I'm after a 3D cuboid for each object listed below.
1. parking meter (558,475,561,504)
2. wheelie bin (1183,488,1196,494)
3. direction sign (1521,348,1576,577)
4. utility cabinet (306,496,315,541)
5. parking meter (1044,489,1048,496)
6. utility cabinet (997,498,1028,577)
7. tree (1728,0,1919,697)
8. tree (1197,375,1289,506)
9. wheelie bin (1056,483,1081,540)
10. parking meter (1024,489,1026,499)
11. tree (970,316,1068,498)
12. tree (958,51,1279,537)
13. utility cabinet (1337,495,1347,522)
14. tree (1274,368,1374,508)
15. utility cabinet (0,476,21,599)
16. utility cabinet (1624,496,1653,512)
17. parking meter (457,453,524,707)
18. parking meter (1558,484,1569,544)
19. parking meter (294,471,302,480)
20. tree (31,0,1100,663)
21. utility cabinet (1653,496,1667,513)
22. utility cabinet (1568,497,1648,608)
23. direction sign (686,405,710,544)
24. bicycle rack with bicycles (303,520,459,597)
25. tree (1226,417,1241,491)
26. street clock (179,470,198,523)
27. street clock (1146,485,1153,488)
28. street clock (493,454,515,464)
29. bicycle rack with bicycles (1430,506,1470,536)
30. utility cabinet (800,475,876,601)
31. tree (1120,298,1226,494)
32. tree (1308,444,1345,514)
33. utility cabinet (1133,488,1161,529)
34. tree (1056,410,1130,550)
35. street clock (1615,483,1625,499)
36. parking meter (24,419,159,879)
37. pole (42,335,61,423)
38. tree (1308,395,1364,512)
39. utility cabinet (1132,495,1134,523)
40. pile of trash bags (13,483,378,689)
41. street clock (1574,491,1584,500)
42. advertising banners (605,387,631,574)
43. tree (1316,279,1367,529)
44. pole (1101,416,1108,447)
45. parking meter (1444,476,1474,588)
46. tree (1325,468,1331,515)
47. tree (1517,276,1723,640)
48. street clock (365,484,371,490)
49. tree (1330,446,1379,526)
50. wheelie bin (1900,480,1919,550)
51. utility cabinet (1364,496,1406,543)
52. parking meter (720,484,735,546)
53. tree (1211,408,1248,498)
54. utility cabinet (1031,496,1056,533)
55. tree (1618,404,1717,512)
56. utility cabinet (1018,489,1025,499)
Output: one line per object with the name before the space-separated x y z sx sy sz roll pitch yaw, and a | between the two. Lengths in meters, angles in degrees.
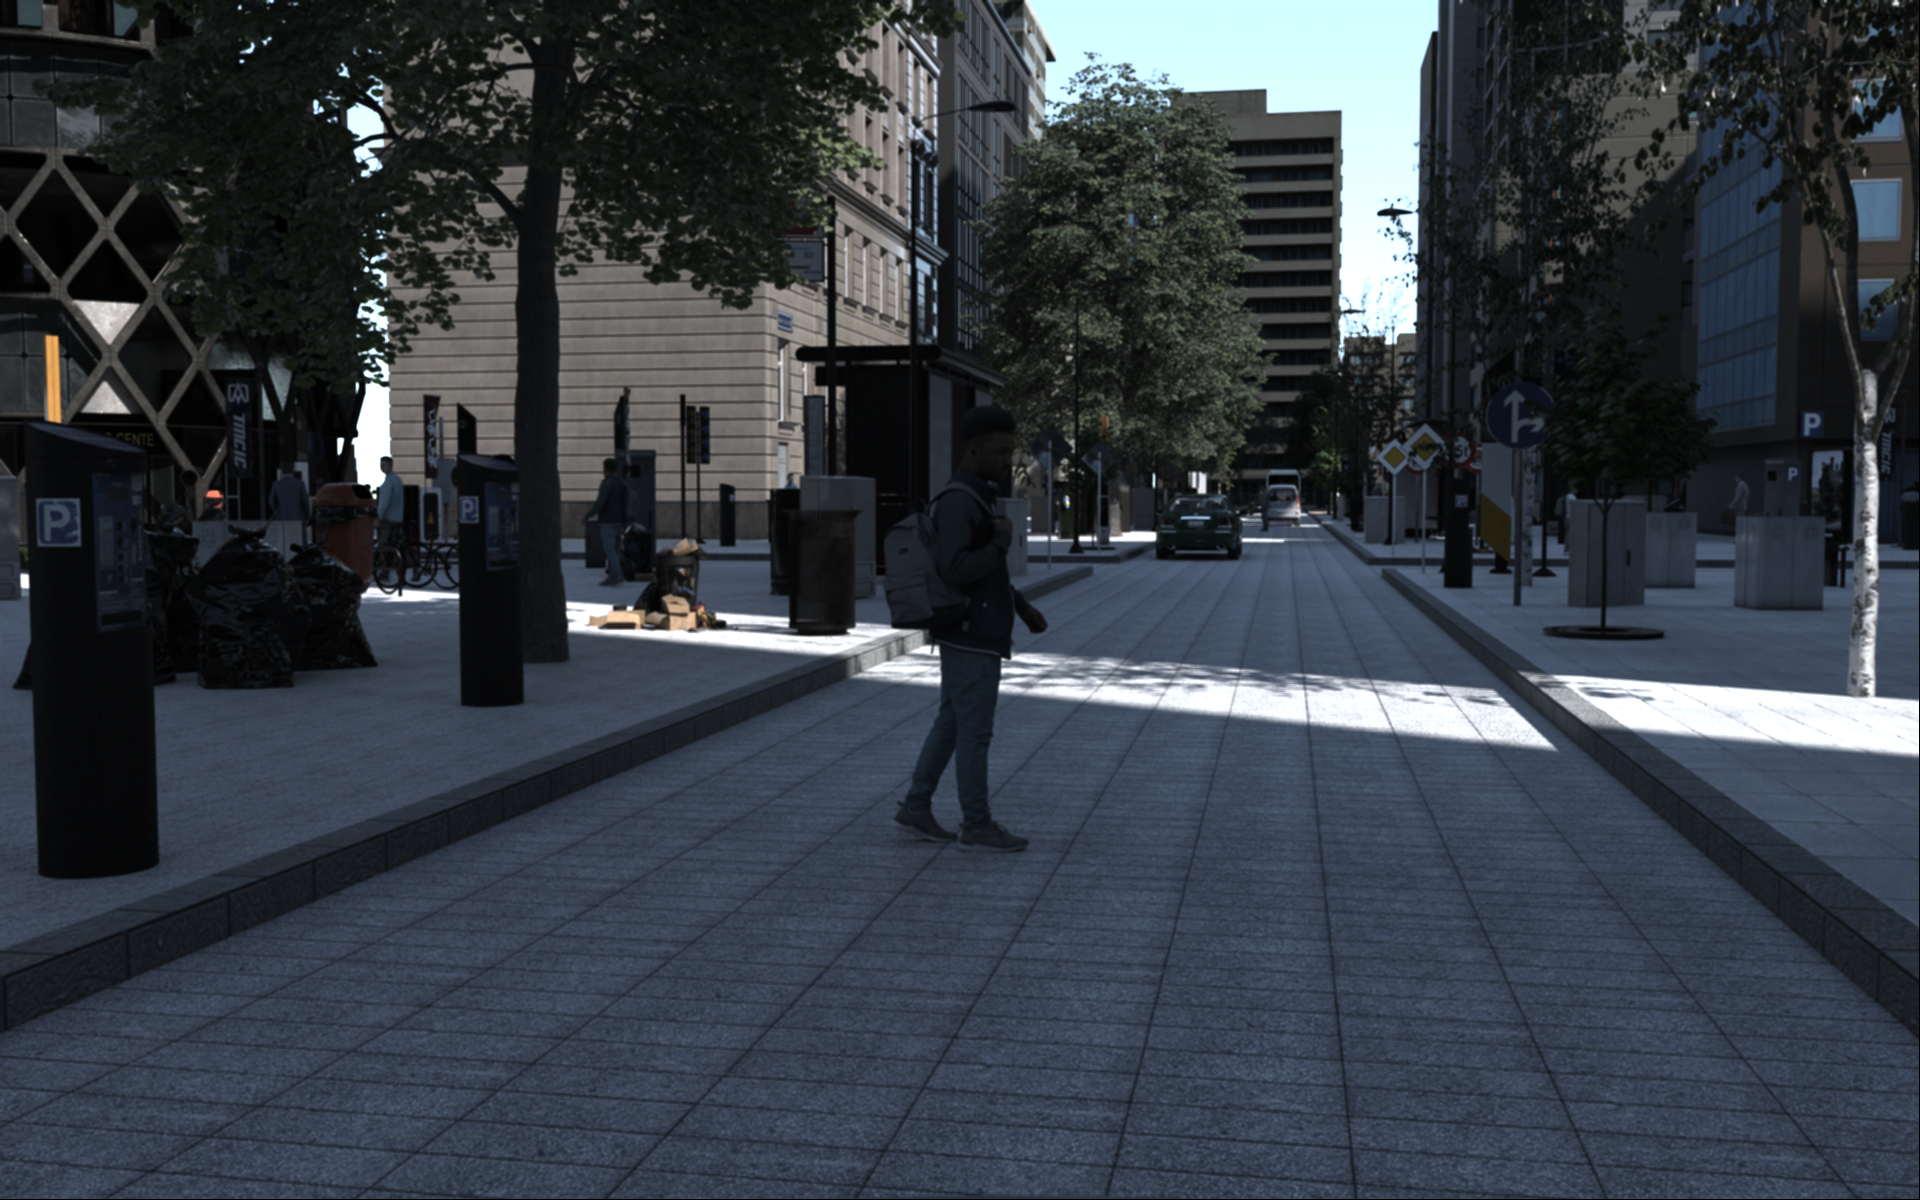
parking meter | -4.783 -0.860 19.766 0.399 1.863 0.255 0 4 6
wheelie bin | 11.697 -4.897 87.973 0.980 1.594 0.693 1 4 22
direction sign | 9.105 -2.135 26.905 0.876 3.537 0.379 0 4 2
utility cabinet | -17.739 -2.191 46.980 0.306 1.237 1.020 2 4 24
parking meter | 4.730 -5.186 93.204 0.372 1.533 0.369 0 3 0
utility cabinet | 0.758 -0.967 26.976 0.306 1.237 1.020 1 4 22
tree | 5.497 -3.688 10.654 4.360 8.622 3.978 0 3 0
tree | 29.649 -16.714 183.649 12.009 13.543 11.850 0 3 0
wheelie bin | 3.071 -2.502 48.808 0.693 1.594 0.980 0 4 -6
parking meter | 3.246 -4.956 89.433 0.372 1.533 0.369 0 3 0
tree | 2.351 -7.317 69.999 4.737 8.622 4.395 0 3 0
tree | 4.610 -8.868 51.649 9.857 13.997 8.962 0 3 0
utility cabinet | 17.711 -4.251 80.670 0.306 1.237 1.020 1 4 11
tree | 32.701 -14.611 155.894 9.611 12.733 9.660 0 3 0
utility cabinet | -11.966 -0.741 20.786 1.173 1.500 0.318 -2 4 -33
utility cabinet | 23.920 -3.068 61.318 0.306 1.237 1.020 -2 4 -25
parking meter | -2.864 -0.132 10.565 0.372 1.533 0.369 0 3 0
parking meter | 15.583 -2.209 44.534 0.372 1.533 0.369 0 3 0
parking meter | -17.009 -2.362 44.337 0.255 1.863 0.399 -3 4 -37
tree | -2.804 -5.796 12.886 7.486 12.596 7.792 0 3 0
utility cabinet | 27.369 -3.502 68.423 1.020 1.237 0.306 0 4 -6
utility cabinet | 7.434 -0.533 19.874 1.020 1.237 0.306 -2 4 -32
direction sign | -6.751 -3.223 44.687 0.379 3.537 0.876 2 4 32
bicycle rack with bicycles | -7.454 -0.592 23.062 2.925 0.926 2.852 2 4 29
tree | 19.417 -11.006 130.304 4.737 8.622 4.395 0 3 0
street clock | -23.274 -2.919 52.297 0.471 2.002 0.358 -3 4 -37
street clock | 11.381 -6.095 104.229 0.471 2.002 0.358 1 4 22
street clock | -8.326 -1.648 31.508 0.471 2.002 0.358 -2 4 -25
bicycle rack with bicycles | 14.259 -2.424 53.016 2.852 0.926 2.925 1 4 15
utility cabinet | -1.461 -0.754 21.001 0.318 1.500 1.173 2 4 31
tree | 7.109 -7.030 65.310 4.737 8.622 4.395 0 3 0
tree | 24.392 -7.915 113.125 4.285 4.588 4.351 0 3 0
utility cabinet | 6.885 -3.302 62.671 1.173 1.500 0.318 -1 4 -9
tree | 2.956 -2.783 40.098 1.663 3.219 1.824 0 3 0
street clock | 21.446 -3.164 56.298 0.358 2.002 0.471 2 4 33
parking meter | -2.957 0.153 5.905 0.372 1.533 0.369 0 3 0
pole | -11.724 -1.748 22.420 0.158 3.312 0.155 0 3 0
tree | 27.272 -10.742 125.990 4.737 8.622 4.395 0 3 0
utility cabinet | 7.866 -4.010 76.733 1.020 1.237 0.306 1 4 9
pile of trash bags | -5.238 -0.191 12.875 1.912 1.369 3.447 0 4 6
street clock | 17.392 -2.704 48.773 0.358 2.002 0.471 0 4 4
advertising banners | -5.471 -1.936 27.842 0.090 3.025 2.074 0 4 0
tree | 14.244 -6.694 59.807 4.360 8.622 3.978 0 3 0
pole | 3.786 -3.149 45.326 0.158 3.312 0.155 0 3 0
parking meter | 6.838 -0.937 23.738 0.372 1.533 0.369 0 3 0
tree | 23.015 -6.819 106.091 1.663 3.219 1.824 0 3 0
tree | 5.797 -1.278 15.493 1.663 3.219 1.824 0 3 0
street clock | -41.536 -7.147 121.427 0.358 2.002 0.471 3 4 38
tree | 16.153 -4.599 69.794 1.663 3.219 1.824 0 3 0
wheelie bin | 21.945 -1.947 39.747 0.693 1.594 0.980 1 4 22
utility cabinet | 11.044 -2.072 45.045 1.020 1.237 0.306 0 4 0
parking meter | -5.727 -2.095 42.671 0.372 1.533 0.369 0 3 0
tree | 22.255 -11.849 144.099 4.360 8.622 3.978 0 3 0
utility cabinet | 2.768 -2.839 57.585 0.306 1.237 1.020 -2 4 -34
tree | 19.743 -4.028 49.573 4.285 4.588 4.351 0 3 0
utility cabinet | 2.655 -4.029 74.560 0.318 1.500 1.173 0 4 0
